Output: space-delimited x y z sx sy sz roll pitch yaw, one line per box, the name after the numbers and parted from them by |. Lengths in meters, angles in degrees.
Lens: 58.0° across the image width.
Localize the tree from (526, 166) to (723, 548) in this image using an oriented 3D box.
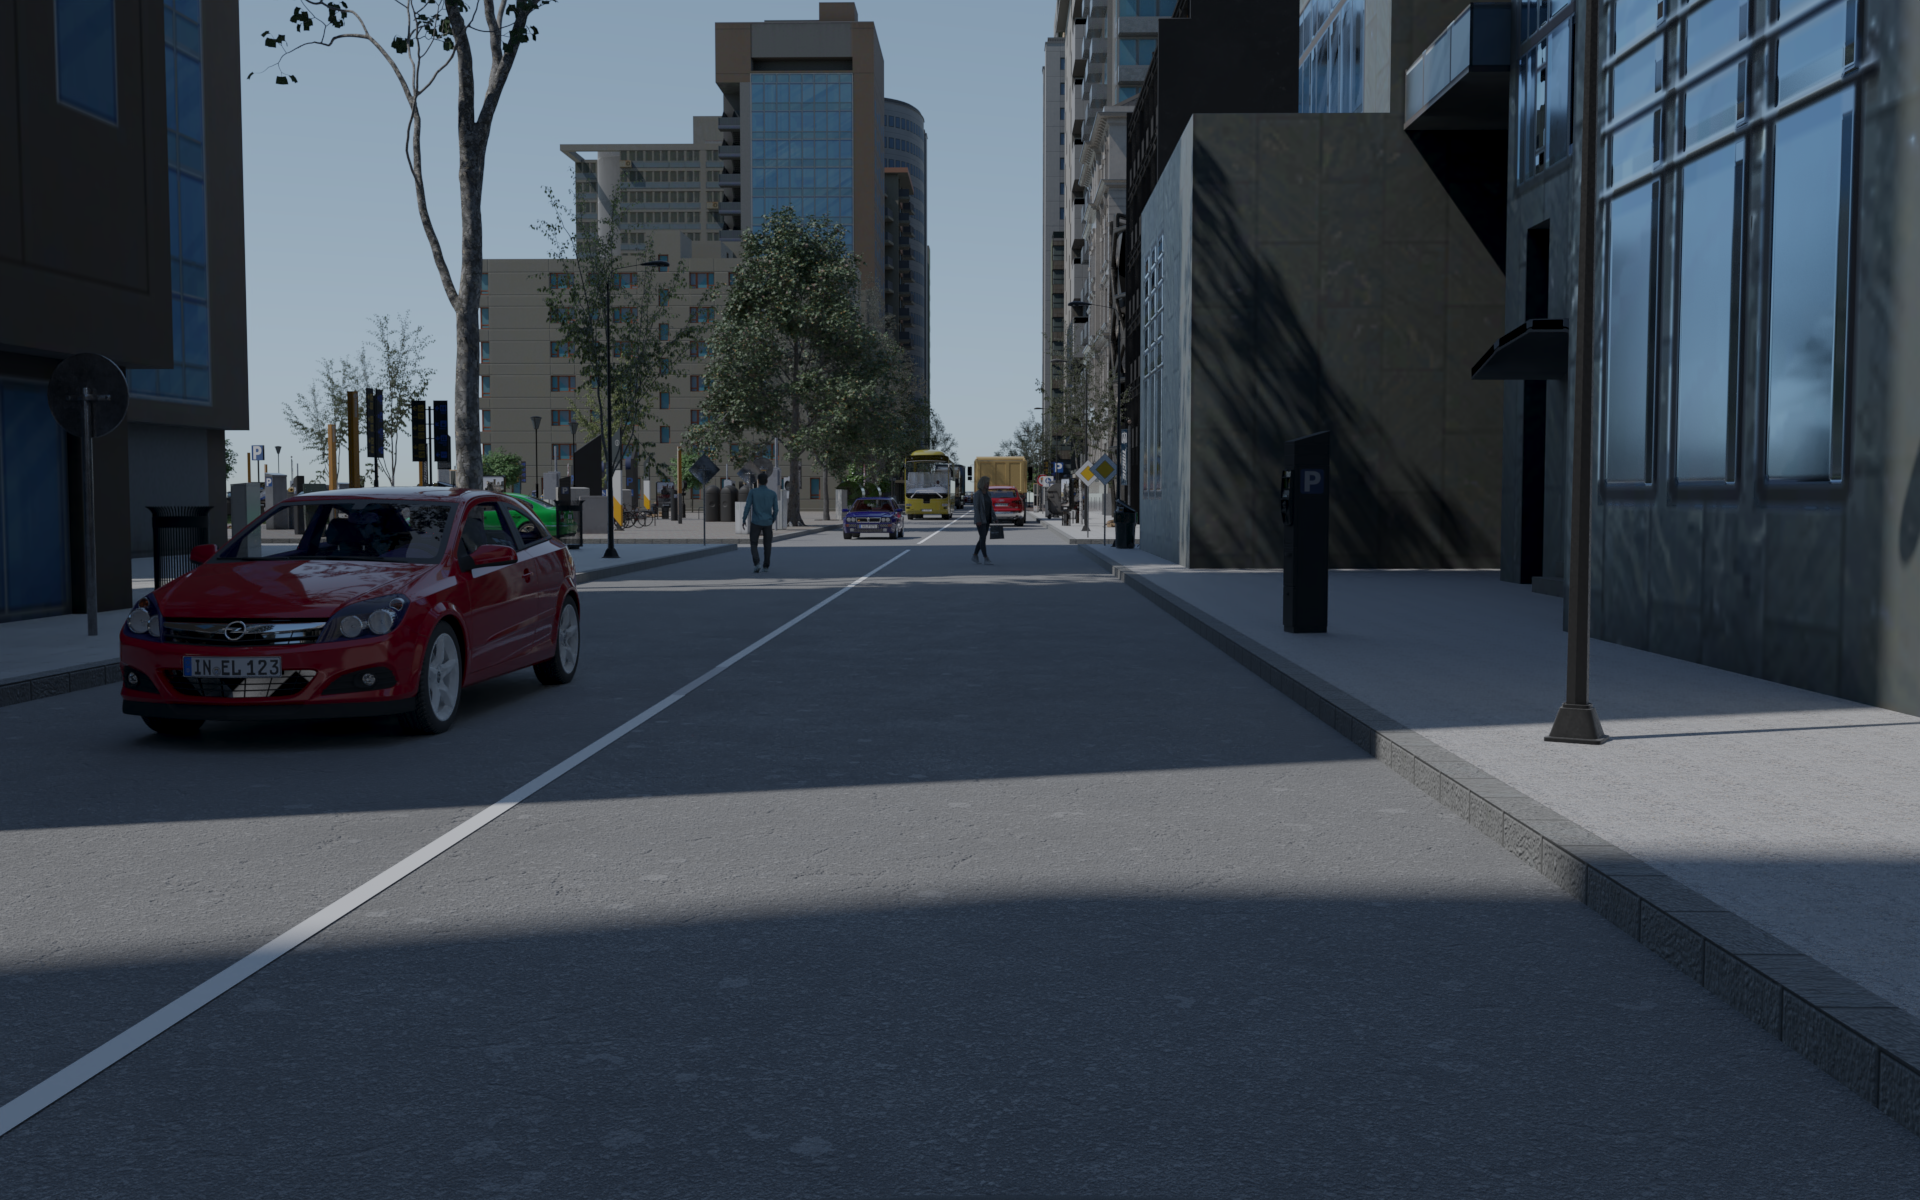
-7.824 -5.450 39.467 4.360 8.622 3.978 0 3 0 | tree

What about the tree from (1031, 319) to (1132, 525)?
5.102 -7.458 72.299 4.360 8.622 3.978 0 3 0 | tree

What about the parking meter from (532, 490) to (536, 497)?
-27.883 -6.432 113.568 0.372 1.533 0.369 0 3 0 | parking meter

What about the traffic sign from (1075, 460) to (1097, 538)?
3.756 -2.886 50.831 0.795 2.450 0.064 0 4 1 | traffic sign

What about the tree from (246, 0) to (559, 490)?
-6.444 -10.434 26.481 12.611 20.169 13.585 0 3 0 | tree

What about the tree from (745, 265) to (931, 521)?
-6.614 -10.593 83.560 12.009 13.543 11.850 0 3 0 | tree

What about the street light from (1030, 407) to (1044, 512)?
4.650 -7.358 92.837 1.470 5.913 1.316 0 4 1 | street light

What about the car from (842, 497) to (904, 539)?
-2.776 -2.654 55.965 1.945 1.354 3.894 0 4 3 | car

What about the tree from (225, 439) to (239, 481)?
-35.208 -5.904 80.244 4.285 4.588 4.351 0 3 0 | tree

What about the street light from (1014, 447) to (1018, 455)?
6.203 -11.998 168.715 1.470 5.913 1.316 0 4 1 | street light

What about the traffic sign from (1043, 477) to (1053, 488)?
5.112 -6.008 100.365 0.606 2.300 0.079 0 4 7 | traffic sign

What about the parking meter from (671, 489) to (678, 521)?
-13.674 -4.563 83.014 0.372 1.533 0.369 0 3 0 | parking meter

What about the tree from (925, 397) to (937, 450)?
-6.038 -12.378 119.381 9.611 12.733 9.660 0 3 0 | tree

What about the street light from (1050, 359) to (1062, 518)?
3.810 -5.332 59.719 1.470 5.913 1.316 0 4 1 | street light

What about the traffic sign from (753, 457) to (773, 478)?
-6.826 -3.653 59.830 0.768 2.556 0.104 0 4 2 | traffic sign

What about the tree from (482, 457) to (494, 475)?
-21.429 -5.067 77.454 1.663 3.219 1.824 0 3 0 | tree

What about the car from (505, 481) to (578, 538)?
-12.895 -2.361 47.391 4.718 1.807 1.959 0 4 1 | car

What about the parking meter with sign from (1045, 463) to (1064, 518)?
5.158 -6.058 95.316 0.543 3.016 1.738 1 4 22 | parking meter with sign

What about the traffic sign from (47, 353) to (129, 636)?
-7.866 -0.950 15.633 0.768 2.556 0.104 0 4 5 | traffic sign

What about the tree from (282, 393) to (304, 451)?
-32.874 -8.574 90.548 4.360 8.622 3.978 0 3 0 | tree

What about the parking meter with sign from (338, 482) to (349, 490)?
-40.358 -7.168 113.453 1.738 3.016 0.543 -3 5 -40 | parking meter with sign

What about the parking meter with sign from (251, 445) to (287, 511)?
-24.607 -4.044 62.388 0.543 3.016 1.738 2 4 25 | parking meter with sign

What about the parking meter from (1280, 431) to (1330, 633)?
3.191 -0.631 16.031 0.399 1.863 0.255 -1 4 -10 | parking meter

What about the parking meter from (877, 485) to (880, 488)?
-5.119 -6.189 106.896 0.255 1.863 0.399 3 4 38 | parking meter

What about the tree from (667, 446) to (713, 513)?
-18.479 -8.270 118.931 4.285 4.588 4.351 0 3 0 | tree

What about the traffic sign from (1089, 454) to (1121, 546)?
3.582 -2.398 42.847 0.795 2.450 0.064 0 4 1 | traffic sign

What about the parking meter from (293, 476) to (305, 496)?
-20.874 -2.998 54.728 0.255 1.863 0.399 -3 4 -38 | parking meter

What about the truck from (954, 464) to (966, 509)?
-0.973 -10.823 165.865 2.839 4.237 11.283 0 4 3 | truck

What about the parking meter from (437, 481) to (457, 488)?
-10.094 -1.572 34.116 0.372 1.533 0.369 0 3 0 | parking meter

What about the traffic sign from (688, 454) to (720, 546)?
-6.359 -2.412 43.083 0.795 2.450 0.064 0 4 1 | traffic sign

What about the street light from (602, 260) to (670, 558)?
-6.469 -3.796 34.600 1.470 5.913 1.316 0 4 1 | street light

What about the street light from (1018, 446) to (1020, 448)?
5.474 -9.976 135.644 1.470 5.913 1.316 0 4 1 | street light

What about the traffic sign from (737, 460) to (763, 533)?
-6.186 -2.901 51.067 0.795 2.450 0.064 0 4 1 | traffic sign

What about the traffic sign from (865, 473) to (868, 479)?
-5.729 -6.456 105.555 0.884 2.594 0.081 0 4 5 | traffic sign

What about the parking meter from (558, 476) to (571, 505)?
-12.634 -3.034 55.311 0.399 1.863 0.255 -1 4 -17 | parking meter

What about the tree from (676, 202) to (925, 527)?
-6.466 -9.254 68.318 9.611 12.733 9.660 0 3 0 | tree

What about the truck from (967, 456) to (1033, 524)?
2.040 -5.621 87.834 3.469 3.379 9.791 0 4 1 | truck

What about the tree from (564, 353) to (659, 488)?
-17.165 -8.304 86.125 4.737 8.622 4.395 0 3 0 | tree

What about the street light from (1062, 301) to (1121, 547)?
3.293 -4.239 41.844 1.470 5.913 1.316 0 4 1 | street light

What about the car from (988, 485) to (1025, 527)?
1.784 -4.221 77.683 2.281 1.827 5.304 0 4 0 | car

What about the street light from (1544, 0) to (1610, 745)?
2.673 -2.222 8.866 1.470 5.913 1.316 0 4 1 | street light

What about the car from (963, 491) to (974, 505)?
1.369 -13.620 231.361 2.281 1.827 5.304 0 4 0 | car

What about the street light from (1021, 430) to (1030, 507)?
5.327 -9.381 125.924 1.470 5.913 1.316 0 4 1 | street light

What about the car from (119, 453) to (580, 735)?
-3.902 -0.162 11.690 2.155 1.783 4.494 0 4 3 | car

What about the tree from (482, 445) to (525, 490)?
-31.019 -8.145 116.886 4.285 4.588 4.351 0 3 0 | tree

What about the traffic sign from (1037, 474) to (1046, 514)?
5.357 -6.836 111.879 0.768 2.556 0.104 0 4 8 | traffic sign

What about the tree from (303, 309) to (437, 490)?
-22.729 -7.230 68.580 4.360 8.622 3.978 0 3 0 | tree

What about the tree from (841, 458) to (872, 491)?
-5.803 -6.104 94.399 1.663 3.219 1.824 0 3 0 | tree
